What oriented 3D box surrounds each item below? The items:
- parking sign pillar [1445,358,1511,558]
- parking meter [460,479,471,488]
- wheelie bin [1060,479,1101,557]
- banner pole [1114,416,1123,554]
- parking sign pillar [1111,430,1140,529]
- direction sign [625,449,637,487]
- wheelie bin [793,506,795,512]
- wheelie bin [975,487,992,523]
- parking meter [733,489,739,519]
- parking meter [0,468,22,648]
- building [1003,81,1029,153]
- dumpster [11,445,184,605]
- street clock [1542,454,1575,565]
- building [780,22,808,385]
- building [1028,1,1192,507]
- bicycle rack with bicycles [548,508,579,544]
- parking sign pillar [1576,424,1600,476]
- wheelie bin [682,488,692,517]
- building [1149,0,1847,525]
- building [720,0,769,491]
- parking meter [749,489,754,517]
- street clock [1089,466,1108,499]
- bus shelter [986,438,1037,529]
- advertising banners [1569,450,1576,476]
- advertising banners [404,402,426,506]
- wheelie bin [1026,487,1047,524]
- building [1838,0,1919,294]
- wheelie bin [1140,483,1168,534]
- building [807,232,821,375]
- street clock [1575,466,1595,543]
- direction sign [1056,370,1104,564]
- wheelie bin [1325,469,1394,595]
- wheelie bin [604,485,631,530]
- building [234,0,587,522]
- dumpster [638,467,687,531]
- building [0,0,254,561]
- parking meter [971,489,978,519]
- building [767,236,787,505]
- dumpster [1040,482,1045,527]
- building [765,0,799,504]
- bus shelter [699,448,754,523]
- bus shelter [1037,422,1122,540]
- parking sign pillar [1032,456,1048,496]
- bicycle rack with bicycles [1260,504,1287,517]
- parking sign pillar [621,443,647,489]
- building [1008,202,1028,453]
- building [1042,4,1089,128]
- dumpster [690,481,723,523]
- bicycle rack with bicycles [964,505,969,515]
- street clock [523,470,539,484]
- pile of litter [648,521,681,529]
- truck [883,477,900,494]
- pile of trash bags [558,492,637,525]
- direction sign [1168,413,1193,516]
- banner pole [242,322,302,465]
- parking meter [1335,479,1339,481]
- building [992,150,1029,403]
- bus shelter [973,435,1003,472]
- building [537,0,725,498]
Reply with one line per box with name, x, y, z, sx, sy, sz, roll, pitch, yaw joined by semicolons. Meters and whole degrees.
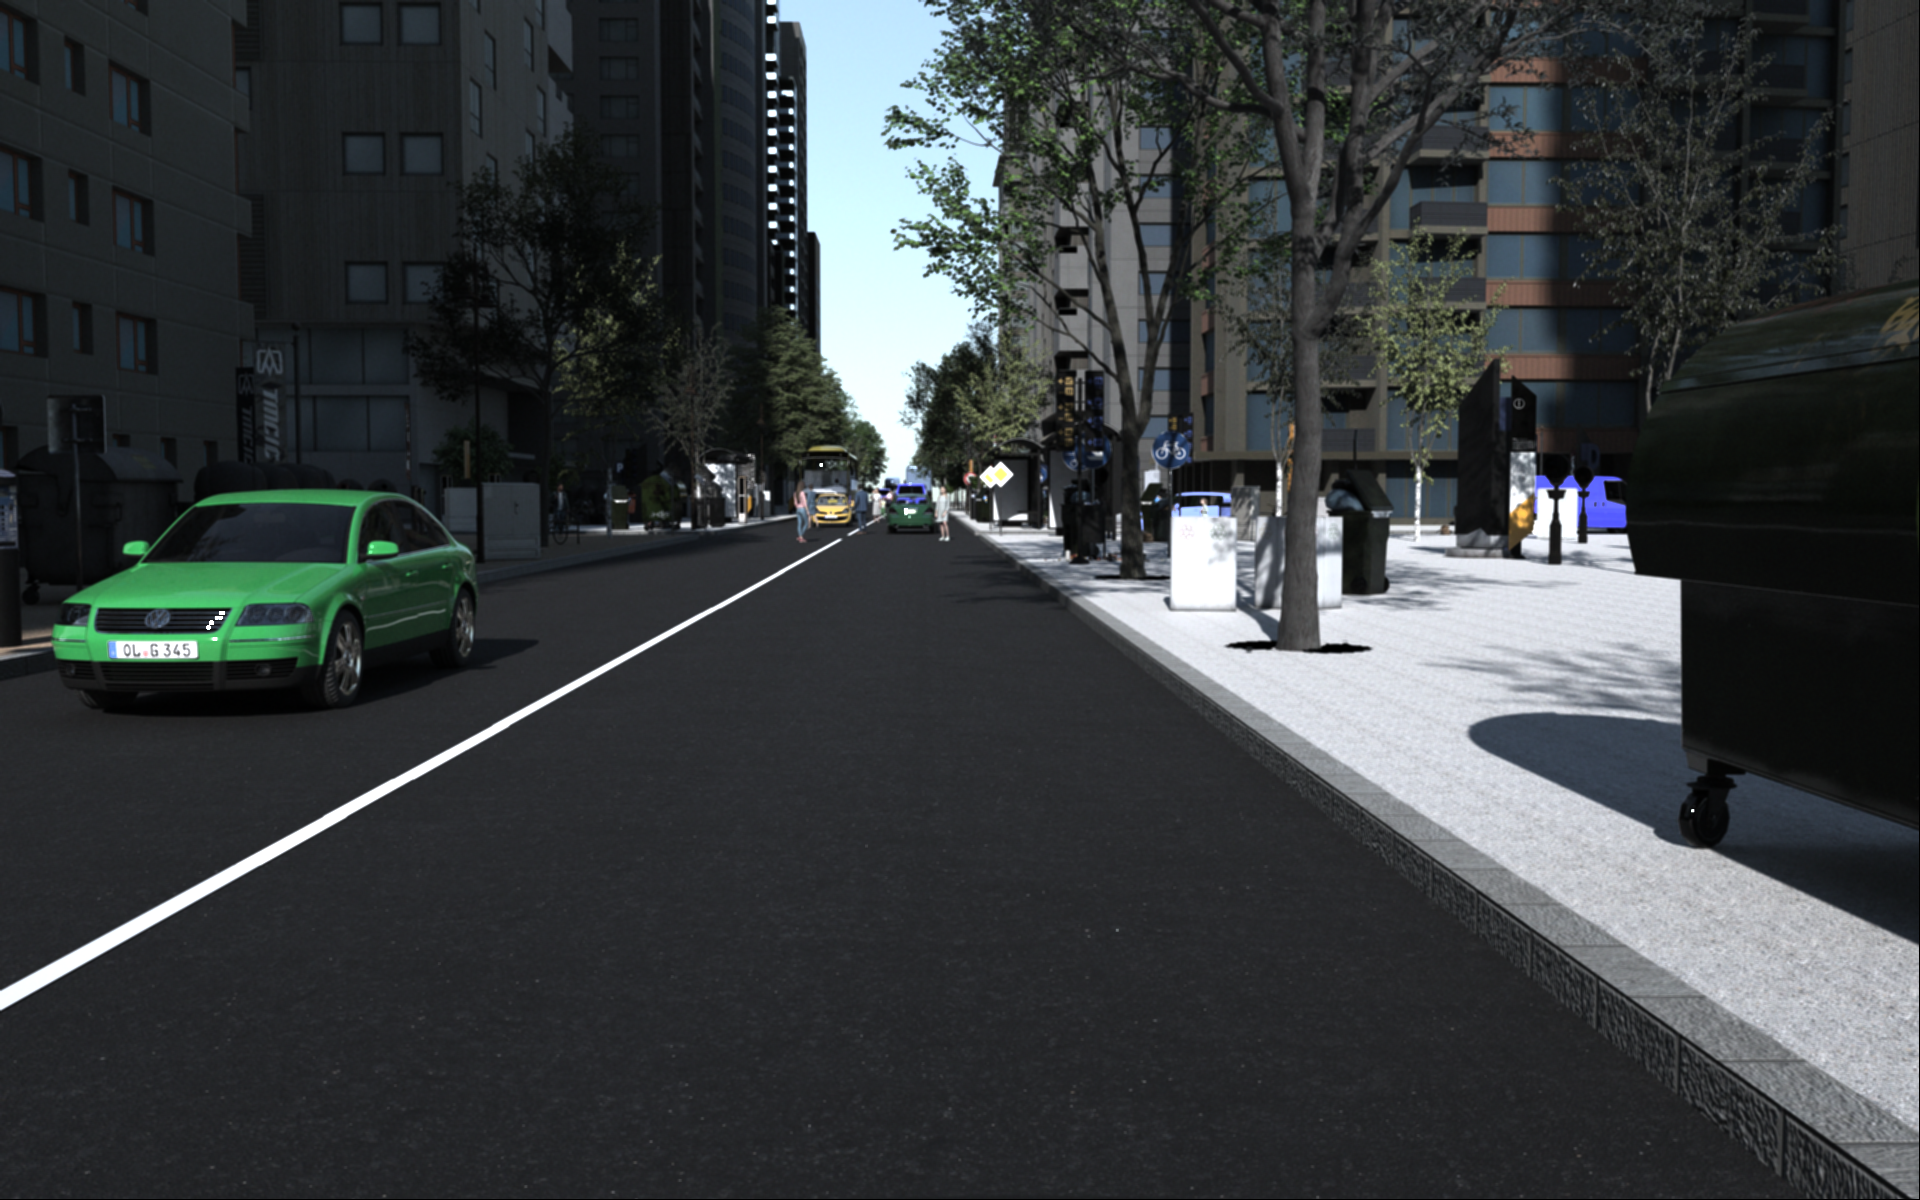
parking sign pillar;10.634;-2.856;35.172;1.447;3.967;1.447;-1;4;-15
parking meter;-18.643;-3.645;65.307;0.399;1.863;0.255;2;4;35
wheelie bin;2.469;-1.692;35.567;0.693;1.594;0.980;-2;4;-26
banner pole;3.522;-2.870;36.943;0.401;3.779;0.863;0;4;-4
parking sign pillar;5.857;-4.630;64.181;1.447;3.967;1.447;1;4;20
direction sign;-16.396;-5.776;86.440;0.876;3.537;0.379;3;5;42
wheelie bin;-11.857;-7.275;126.857;0.980;1.594;0.693;-1;4;-12
wheelie bin;1.115;-4.276;77.817;0.693;1.594;0.980;-2;4;-25
parking meter;-11.586;-4.987;89.946;0.372;1.533;0.369;0;3;0
parking meter;-8.114;-0.375;14.548;0.372;1.533;0.369;0;3;0
building;15.521;-51.787;284.961;20.563;71.187;20.611;0;4;-1
dumpster;-10.264;-0.912;20.674;1.264;1.857;1.865;0;4;-1
street clock;10.836;-1.646;31.487;0.471;2.002;0.358;2;4;33
building;-31.906;-50.752;268.054;20.563;71.187;20.611;0;4;-1
building;17.982;-39.637;190.061;21.231;58.520;28.212;0;4;-1
bicycle rack with bicycles;-11.048;-1.859;43.777;2.852;0.926;2.925;1;4;14
parking sign pillar;24.173;-4.783;66.675;1.447;3.967;1.447;3;5;43
wheelie bin;-14.928;-5.341;95.240;0.980;1.594;0.693;2;4;27
building;23.707;-26.000;79.717;28.867;44.769;22.147;0;4;-1
building;-30.679;-38.392;169.705;21.231;58.520;28.212;0;4;-1
parking meter;-11.897;-5.685;98.657;0.399;1.863;0.255;3;5;42
street clock;3.597;-2.473;45.006;0.471;2.002;0.358;-1;4;-12
bus shelter;2.086;-4.348;65.011;2.014;3.302;5.546;0;4;-1
advertising banners;23.960;-4.445;68.858;2.074;3.025;0.090;-3;5;-41
advertising banners;-10.684;-2.310;33.952;0.090;3.025;2.074;0;4;-8
wheelie bin;3.227;-4.046;74.065;0.980;1.594;0.693;0;4;-7
building;59.828;-30.177;82.626;27.495;52.752;28.713;0;4;-1
wheelie bin;5.603;-2.560;49.766;0.693;1.594;0.980;-2;4;-29
building;-30.319;-38.908;286.254;14.600;45.320;14.200;0;4;-1
street clock;16.253;-2.482;45.147;0.471;2.002;0.358;2;4;35
direction sign;2.201;-2.437;31.837;0.876;3.537;0.379;0;4;-3
wheelie bin;5.091;-0.875;22.212;0.693;1.594;0.980;3;5;40
wheelie bin;-12.287;-3.305;61.948;0.980;1.594;0.693;-2;4;-35
building;-34.710;-30.336;85.238;28.713;52.752;27.495;0;4;-1
dumpster;-10.524;-3.595;61.265;1.502;2.255;1.985;0;4;-1
building;-31.365;-11.178;27.804;28.899;21.520;27.650;0;4;-1
parking meter;0.720;-4.837;87.499;0.372;1.533;0.369;0;3;0
building;-26.922;-25.727;192.337;14.160;30.474;14.107;0;4;-1
dumpster;2.725;-3.871;69.044;1.264;1.857;1.865;0;4;-1
building;-32.706;-56.781;241.047;22.319;86.520;31.000;0;4;-1
bus shelter;-10.692;-5.210;79.103;2.014;3.302;5.546;0;4;-1
bus shelter;3.505;-3.447;50.282;2.014;3.302;5.546;0;4;-1
parking sign pillar;5.300;-7.596;112.663;1.447;3.967;1.447;-3;5;-41
bicycle rack with bicycles;11.884;-2.971;61.963;2.852;0.926;2.925;0;4;-4
parking sign pillar;-17.048;-6.249;90.640;1.447;3.967;1.447;-2;4;-35
building;13.660;-34.069;240.615;14.154;41.232;14.086;0;4;-1
building;21.901;-35.063;162.513;28.713;52.752;27.495;0;4;-1
dumpster;-10.948;-4.220;74.750;1.264;1.857;1.865;0;4;-1
bicycle rack with bicycles;1.718;-5.727;107.025;2.925;0.926;2.852;0;4;-4
street clock;-13.144;-2.967;53.087;0.358;2.002;0.471;2;4;29
pile of litter;-11.223;-3.099;64.638;1.719;0.858;1.176;3;4;36
truck;-10.794;-18.114;285.929;2.967;4.110;18.799;0;4;0
pile of trash bags;-15.022;-3.809;72.036;3.447;1.369;1.912;-3;5;-40
direction sign;6.162;-3.454;48.474;0.379;3.537;0.876;-3;5;-44
banner pole;-9.821;-2.147;25.125;0.863;3.779;0.401;-3;5;-41
parking meter;14.898;-3.800;67.844;0.399;1.863;0.255;3;5;40
building;19.737;-41.104;261.284;28.713;52.752;27.495;0;4;-1
bus shelter;1.943;-8.408;115.099;2.179;5.291;8.768;0;4;-1
building;-24.486;-26.808;121.897;14.154;41.232;14.086;0;4;-1
